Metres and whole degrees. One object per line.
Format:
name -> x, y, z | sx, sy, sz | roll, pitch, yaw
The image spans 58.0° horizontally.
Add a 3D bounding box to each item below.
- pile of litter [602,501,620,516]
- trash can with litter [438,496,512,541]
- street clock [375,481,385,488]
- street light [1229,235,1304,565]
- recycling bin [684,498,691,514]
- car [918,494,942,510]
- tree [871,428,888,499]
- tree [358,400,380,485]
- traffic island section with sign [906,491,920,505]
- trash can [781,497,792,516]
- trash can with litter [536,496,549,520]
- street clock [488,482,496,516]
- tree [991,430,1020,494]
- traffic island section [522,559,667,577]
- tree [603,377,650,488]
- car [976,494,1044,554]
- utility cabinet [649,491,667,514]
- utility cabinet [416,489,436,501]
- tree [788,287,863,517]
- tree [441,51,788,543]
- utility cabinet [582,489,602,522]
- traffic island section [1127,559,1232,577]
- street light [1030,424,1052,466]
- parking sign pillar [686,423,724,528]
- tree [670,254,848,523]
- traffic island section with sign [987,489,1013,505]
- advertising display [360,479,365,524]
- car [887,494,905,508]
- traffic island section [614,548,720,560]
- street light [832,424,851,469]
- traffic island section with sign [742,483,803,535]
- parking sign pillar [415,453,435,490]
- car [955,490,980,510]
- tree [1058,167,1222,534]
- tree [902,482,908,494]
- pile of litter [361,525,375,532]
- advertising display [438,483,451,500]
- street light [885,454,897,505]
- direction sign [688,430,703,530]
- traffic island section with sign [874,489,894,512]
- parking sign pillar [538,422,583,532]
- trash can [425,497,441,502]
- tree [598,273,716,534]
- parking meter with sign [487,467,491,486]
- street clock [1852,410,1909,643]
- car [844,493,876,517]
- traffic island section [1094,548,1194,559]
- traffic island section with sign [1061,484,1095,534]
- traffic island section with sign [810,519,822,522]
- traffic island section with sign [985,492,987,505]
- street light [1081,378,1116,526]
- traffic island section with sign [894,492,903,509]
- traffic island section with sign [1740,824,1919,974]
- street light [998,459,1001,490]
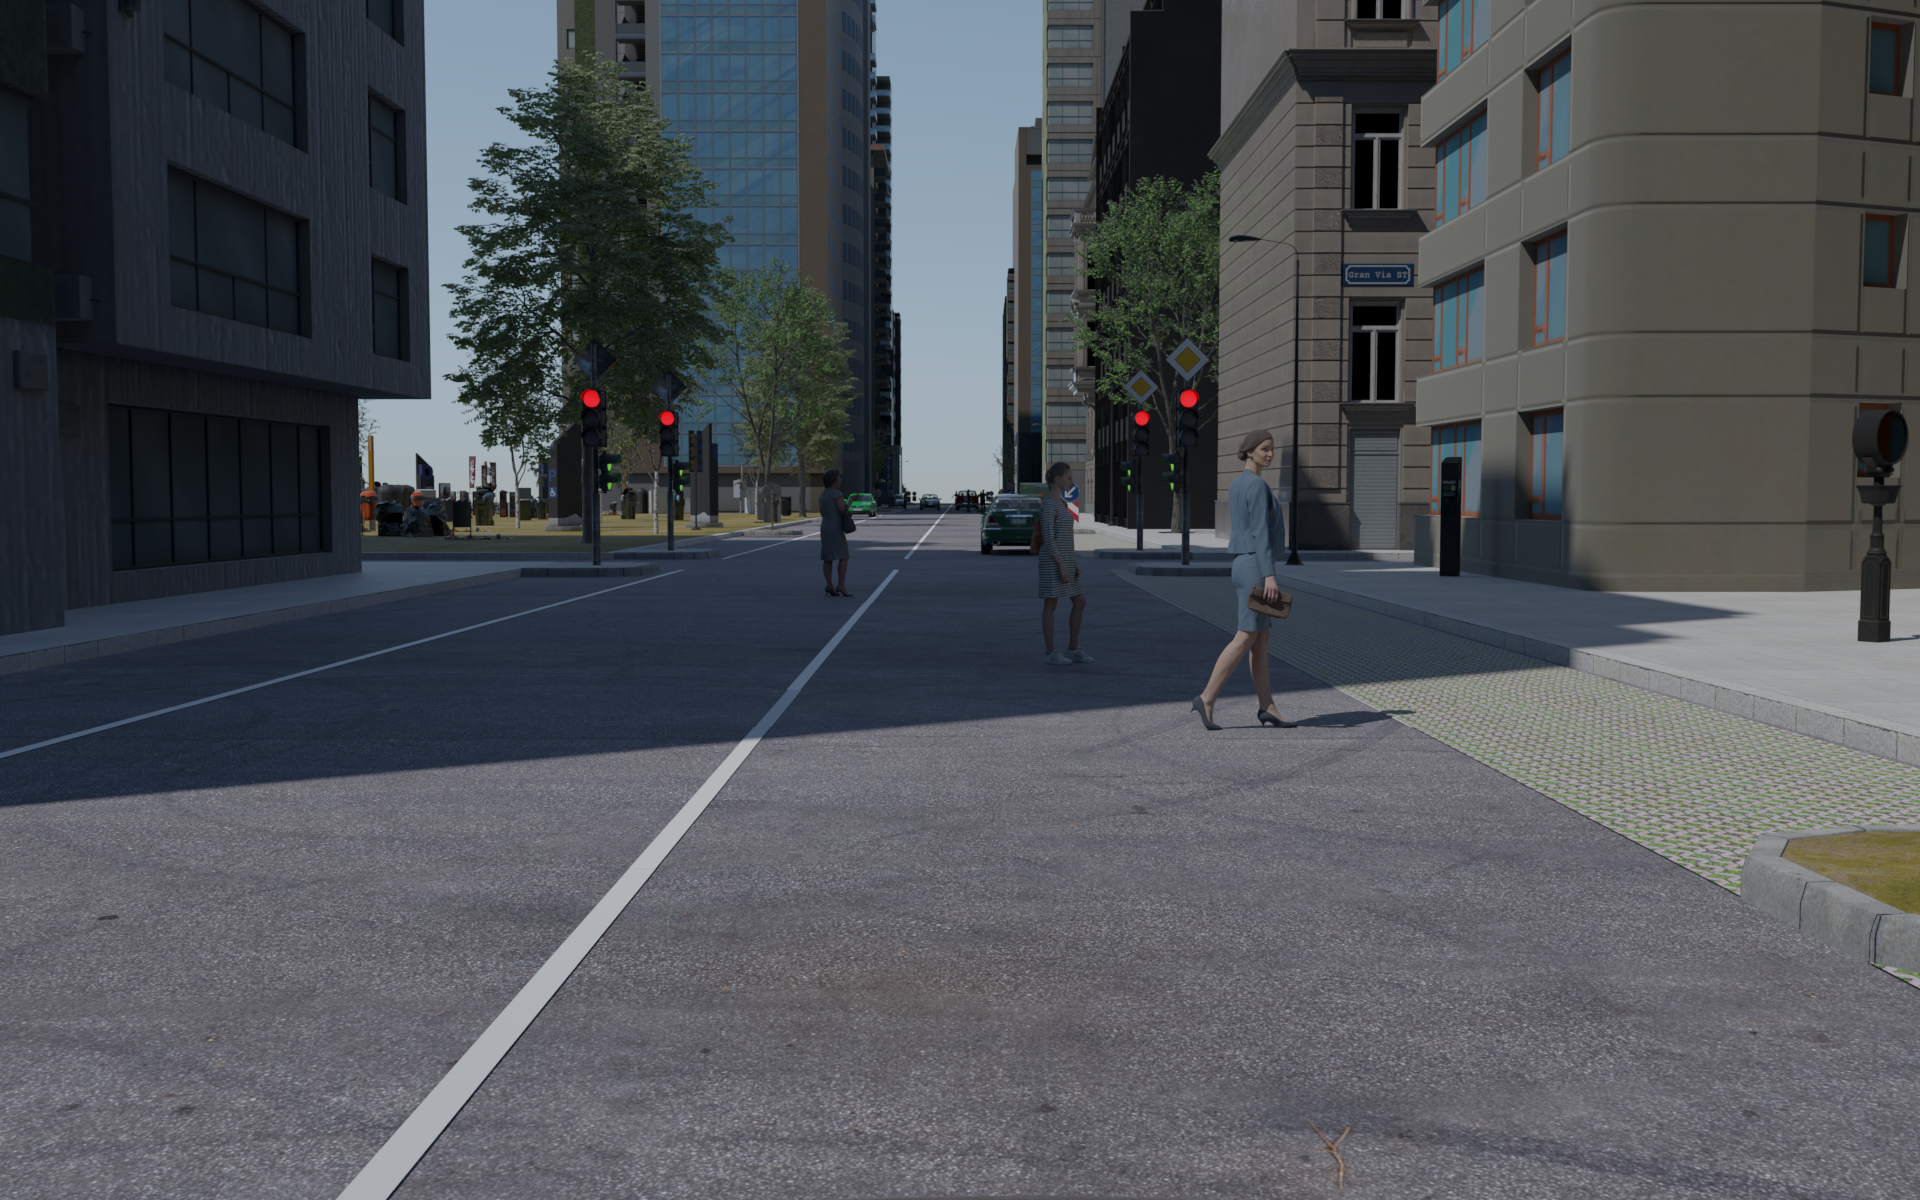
pile of litter -> -20.974, -5.491, 103.742 | 1.176, 0.858, 1.719 | -2, 4, -26
trash can with litter -> -13.650, -2.316, 48.924 | 2.233, 1.210, 1.678 | -3, 4, -36
street clock -> -32.794, -5.680, 97.434 | 0.471, 2.002, 0.358 | -1, 4, -12
street light -> 5.513, -3.588, 31.198 | 1.470, 5.913, 1.316 | 0, 3, 0
recycling bin -> -17.670, -6.021, 110.990 | 0.722, 1.027, 0.722 | -1, 4, -17
car -> -2.711, -8.837, 156.280 | 2.131, 1.459, 4.920 | 0, 4, -1
tree -> -9.628, -14.678, 190.349 | 4.737, 8.622, 4.395 | 0, 3, 0
tree -> -35.582, -9.184, 100.525 | 4.360, 8.622, 3.978 | 0, 3, 0
traffic island section with sign -> -6.482, -12.992, 221.048 | 1.989, 1.847, 2.006 | 0, 3, 0
trash can -> -10.103, -5.444, 100.654 | 0.748, 1.137, 0.748 | 0, 3, 0
trash can with litter -> -20.677, -4.600, 86.593 | 1.055, 1.170, 0.624 | 1, 4, 21
street clock -> -27.397, -5.934, 101.594 | 0.471, 2.002, 0.358 | -1, 4, -11
tree -> 5.994, -15.148, 198.029 | 4.360, 8.622, 3.978 | 0, 3, 0
traffic island section -> -6.592, -0.554, 31.337 | 2.009, 0.180, 2.903 | 0, 3, 0
tree -> -18.808, -8.957, 96.811 | 4.737, 8.622, 4.395 | 0, 3, 0
car -> 1.447, -1.881, 42.558 | 2.131, 1.459, 4.920 | 0, 4, 2
utility cabinet -> -19.092, -6.165, 109.477 | 1.173, 1.500, 0.318 | -3, 5, -43
utility cabinet -> -25.563, -4.544, 82.970 | 0.318, 1.500, 1.173 | 1, 4, 20
tree -> -8.923, -10.829, 95.186 | 7.486, 12.596, 7.792 | 0, 3, 0
tree -> -9.283, -7.760, 45.006 | 7.486, 12.596, 7.792 | 0, 3, 0
utility cabinet -> -16.556, -4.190, 77.188 | 1.173, 1.500, 0.318 | 0, 4, -7
traffic island section -> 4.100, -0.553, 31.326 | 2.009, 0.180, 2.903 | 0, 3, 0
street light -> 5.503, -8.673, 114.342 | 1.470, 5.913, 1.316 | 0, 3, 0
parking sign pillar -> -9.807, -4.767, 66.411 | 1.447, 3.967, 1.447 | -3, 5, -42
tree -> -8.666, -9.227, 76.612 | 9.928, 11.665, 9.643 | 0, 3, 0
traffic island section with sign -> 3.854, -9.645, 166.322 | 1.989, 1.847, 2.006 | 0, 3, 0
advertising display -> -25.464, -4.190, 73.723 | 0.123, 1.923, 0.974 | -1, 4, -9
car -> -6.301, -9.880, 173.542 | 2.014, 1.417, 4.499 | 0, 3, 0
traffic island section -> -6.587, -1.042, 39.322 | 2.009, 0.180, 2.903 | 0, 3, 0
street light -> -7.939, -8.752, 115.636 | 1.470, 5.913, 1.316 | 0, 3, 0
traffic island section with sign -> -6.578, -3.201, 60.966 | 1.989, 1.847, 2.006 | 0, 3, 0
parking sign pillar -> -35.149, -7.668, 113.845 | 1.447, 3.967, 1.447 | 2, 4, 24
car -> 0.654, -8.811, 152.725 | 2.281, 1.827, 5.304 | 0, 4, 0
tree -> 7.065, -7.975, 56.148 | 9.928, 11.665, 9.643 | 0, 3, 0
tree -> -9.019, -17.086, 273.957 | 1.663, 3.219, 1.824 | 0, 3, 0
pile of litter -> -20.544, -2.722, 58.467 | 1.719, 0.858, 1.176 | 2, 4, 34
advertising display -> -29.800, -5.808, 100.175 | 0.123, 1.923, 0.974 | 1, 4, 21
street light -> -7.954, -13.837, 198.780 | 1.470, 5.913, 1.316 | 0, 3, 0
direction sign -> -9.420, -4.266, 61.739 | 0.379, 3.537, 0.876 | 2, 4, 24
traffic island section with sign -> -6.536, -7.977, 139.051 | 1.989, 1.847, 2.006 | 0, 3, 0
parking sign pillar -> -13.647, -4.366, 59.854 | 1.447, 3.967, 1.447 | 2, 4, 28
trash can -> -23.845, -4.080, 78.369 | 0.748, 1.137, 0.748 | 0, 3, 0
tree -> -9.854, -6.451, 55.842 | 4.360, 8.622, 3.978 | 0, 3, 0
parking meter with sign -> -30.747, -7.126, 112.769 | 0.543, 3.016, 1.738 | -2, 4, -27
street clock -> 7.944, -0.638, 14.994 | 0.471, 2.002, 0.358 | -2, 4, -30
car -> -6.244, -6.104, 108.599 | 1.959, 1.807, 4.718 | 0, 4, 1
traffic island section -> 4.104, -1.042, 39.311 | 2.009, 0.180, 2.903 | 0, 3, 0
traffic island section with sign -> 3.794, -3.274, 62.155 | 1.989, 1.847, 2.006 | 0, 3, 0
traffic island section with sign -> -6.560, -4.871, 88.275 | 1.989, 1.847, 2.006 | 0, 3, 0
traffic island section with sign -> 3.897, -13.045, 221.913 | 1.989, 1.847, 2.006 | 0, 3, 0
street light -> 5.540, -5.916, 69.270 | 1.470, 5.913, 1.316 | 0, 3, 0
traffic island section with sign -> -6.516, -9.646, 166.338 | 1.989, 1.847, 2.006 | 0, 3, 0
traffic island section with sign -> 3.759, 0.182, 5.657 | 1.989, 1.847, 2.006 | 0, 3, 0
street light -> 5.657, -15.746, 229.987 | 1.470, 5.913, 1.316 | 0, 3, 0
